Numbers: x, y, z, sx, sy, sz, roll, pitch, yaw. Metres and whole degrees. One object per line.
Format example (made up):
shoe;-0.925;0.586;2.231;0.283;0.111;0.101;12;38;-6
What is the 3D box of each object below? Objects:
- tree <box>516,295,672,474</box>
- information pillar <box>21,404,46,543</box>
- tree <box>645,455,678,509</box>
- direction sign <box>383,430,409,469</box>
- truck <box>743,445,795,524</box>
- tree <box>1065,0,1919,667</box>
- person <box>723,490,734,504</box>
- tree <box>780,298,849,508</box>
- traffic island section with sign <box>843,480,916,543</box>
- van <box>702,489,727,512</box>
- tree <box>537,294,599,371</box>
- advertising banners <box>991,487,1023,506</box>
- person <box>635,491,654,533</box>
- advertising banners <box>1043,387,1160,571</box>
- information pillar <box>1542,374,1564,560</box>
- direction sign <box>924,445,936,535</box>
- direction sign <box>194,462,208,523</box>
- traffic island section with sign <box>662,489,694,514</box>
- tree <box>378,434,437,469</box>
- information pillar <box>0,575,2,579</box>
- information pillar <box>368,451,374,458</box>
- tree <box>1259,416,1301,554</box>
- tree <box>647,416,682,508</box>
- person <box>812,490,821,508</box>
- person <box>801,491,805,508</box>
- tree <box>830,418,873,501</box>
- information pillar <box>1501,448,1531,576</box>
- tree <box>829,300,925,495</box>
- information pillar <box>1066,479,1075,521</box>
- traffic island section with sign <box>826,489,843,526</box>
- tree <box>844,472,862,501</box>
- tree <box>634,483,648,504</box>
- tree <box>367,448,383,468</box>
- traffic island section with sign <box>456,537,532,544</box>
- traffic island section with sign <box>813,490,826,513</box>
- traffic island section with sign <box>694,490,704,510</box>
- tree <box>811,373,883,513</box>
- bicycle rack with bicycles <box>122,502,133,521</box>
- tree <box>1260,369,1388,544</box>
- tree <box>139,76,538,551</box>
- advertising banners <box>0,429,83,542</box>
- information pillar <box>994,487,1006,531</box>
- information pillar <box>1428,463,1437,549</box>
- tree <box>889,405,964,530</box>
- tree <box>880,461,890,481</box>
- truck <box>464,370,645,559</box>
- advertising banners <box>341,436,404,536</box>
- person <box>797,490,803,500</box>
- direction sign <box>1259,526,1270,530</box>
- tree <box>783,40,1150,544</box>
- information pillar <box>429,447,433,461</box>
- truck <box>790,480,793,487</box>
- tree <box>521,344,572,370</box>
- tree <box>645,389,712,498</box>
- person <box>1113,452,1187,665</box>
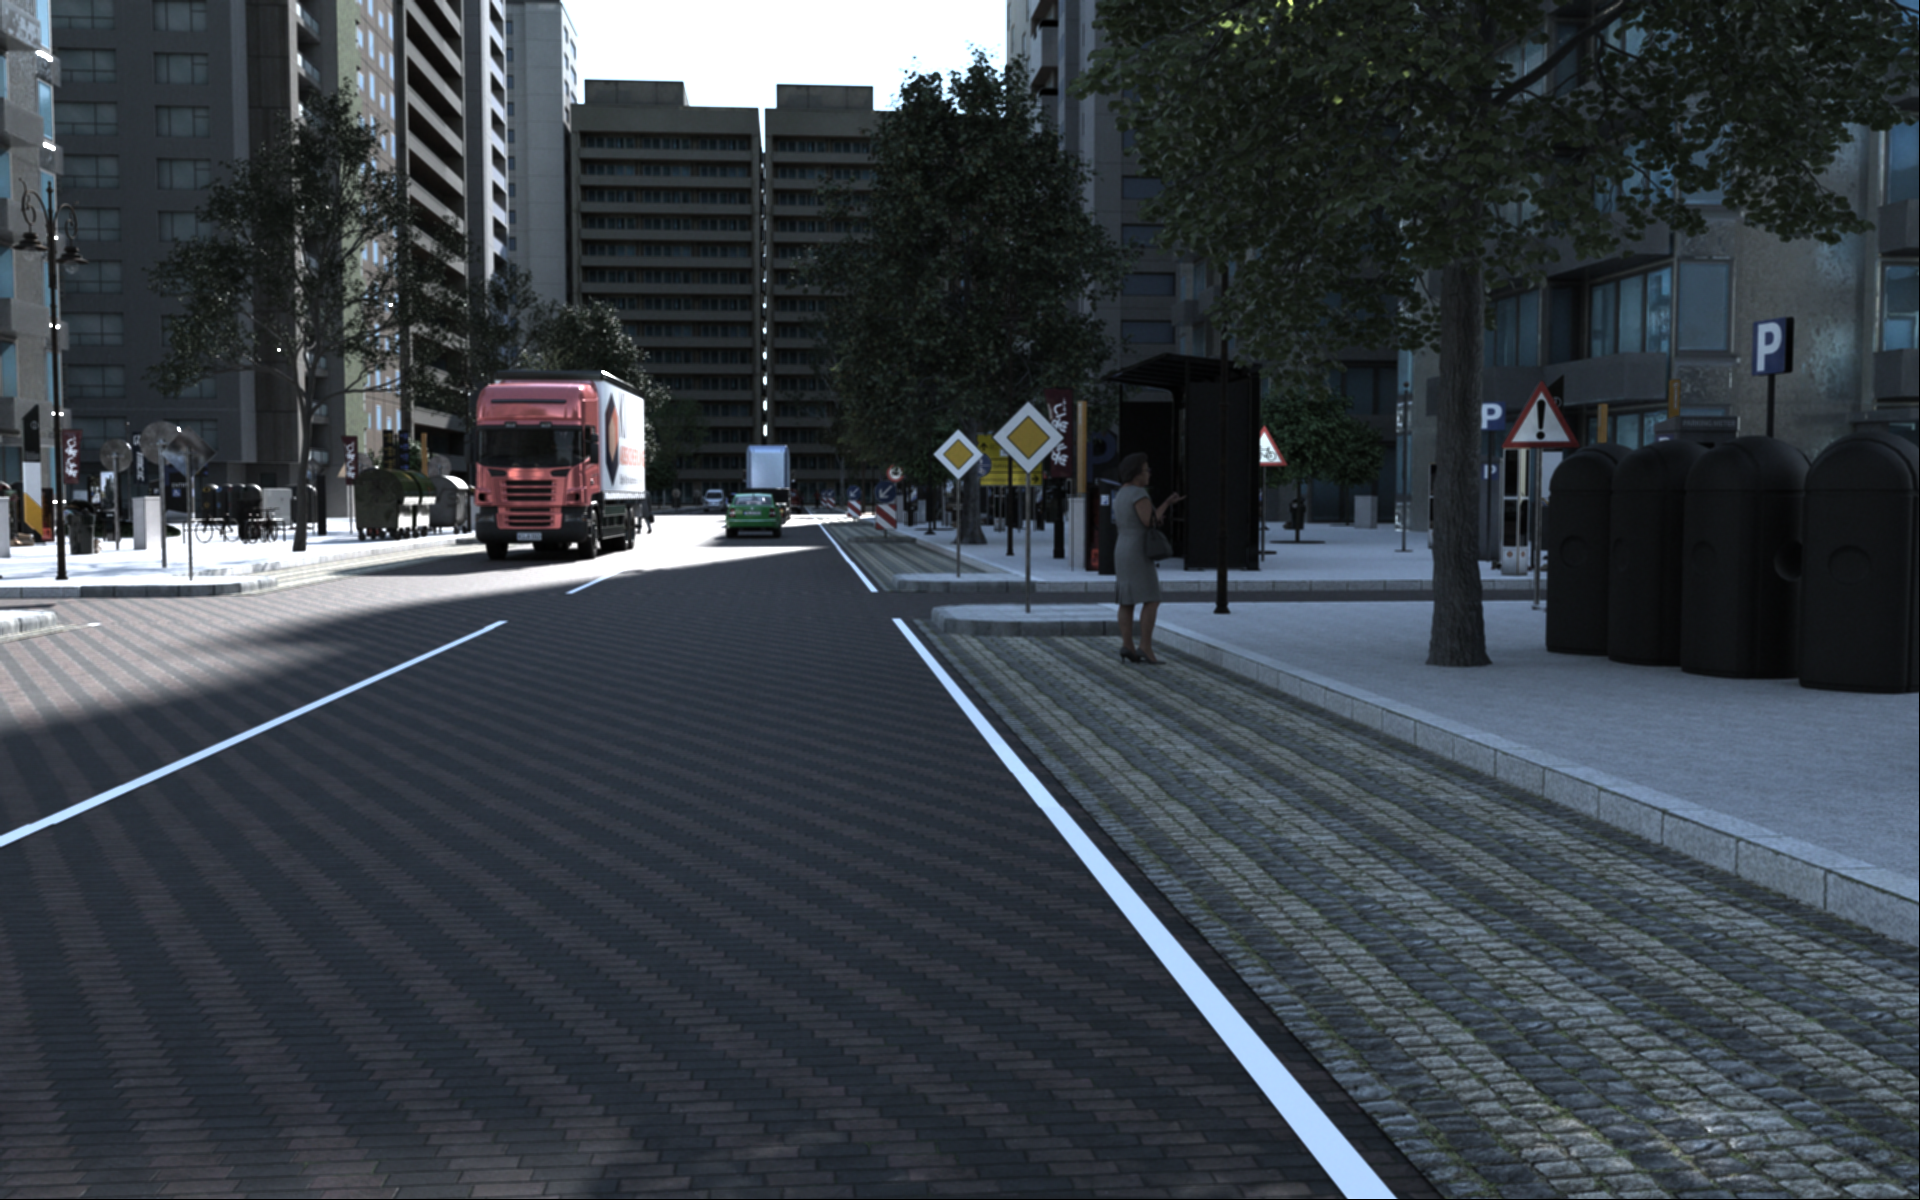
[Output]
tree;-21.375;-11.203;100.177;9.611;12.733;9.660;0;3;0
information pillar;-24.070;-3.277;44.940;0.183;3.616;0.504;1;4;22
tree;-25.205;-9.860;144.930;4.285;4.588;4.351;0;3;0
direction sign;-19.917;-4.235;61.238;0.876;3.537;0.379;-2;4;-26
truck;-10.144;-6.131;90.000;2.967;4.110;18.799;0;4;-5
tree;3.867;-5.758;12.267;7.486;12.596;7.792;0;3;0
person;-17.777;-7.625;133.890;1.217;1.735;0.721;-2;4;-27
tree;-10.786;-18.947;165.665;12.611;20.169;13.585;0;3;0
traffic island section with sign;-2.341;-2.603;51.184;1.989;1.847;2.006;0;4;-5
van;-19.871;-8.159;140.409;2.013;2.044;4.112;0;4;-4
tree;-17.625;-8.143;67.558;8.767;10.594;7.601;2;4;25
advertising banners;2.161;-5.206;81.298;2.074;3.025;0.090;2;4;28
person;-11.515;-3.325;62.960;0.694;1.812;0.767;-3;5;-39
advertising banners;2.354;-1.994;28.789;2.074;3.025;0.090;-1;4;-18
information pillar;11.545;-2.601;33.883;0.504;3.616;0.183;1;4;12
direction sign;-0.951;-3.843;54.832;0.379;3.537;0.876;0;4;3
direction sign;-34.069;-5.246;77.773;0.379;3.537;0.876;1;4;16
traffic island section with sign;-20.745;-7.237;126.948;1.989;1.847;2.006;0;4;-5
tree;-28.834;-6.505;90.073;4.285;4.588;4.351;0;3;0
information pillar;-14.739;-2.138;26.305;0.183;3.616;0.504;-2;4;-34
information pillar;-32.125;-6.297;94.303;0.504;3.616;0.183;-1;4;-10
tree;6.202;-2.600;37.108;1.663;3.219;1.824;0;3;0
tree;-27.752;-12.874;160.856;4.737;8.622;4.395;0;3;0
person;-13.270;-9.343;161.201;1.348;1.831;0.705;-3;5;-40
person;-16.199;-10.258;176.900;0.721;1.739;1.217;3;4;37
tree;-8.891;-11.818;143.593;4.737;8.622;4.395;0;3;0
information pillar;8.756;-1.395;27.297;0.304;2.012;0.304;-3;5;-41
tree;-2.837;-10.346;87.284;7.486;12.596;7.792;0;3;0
information pillar;5.326;-4.816;83.241;0.304;2.012;0.304;3;5;42
traffic island section with sign;-4.905;-4.244;78.017;1.989;1.847;2.006;0;4;-5
tree;-9.177;-9.357;147.587;1.663;3.219;1.824;0;3;0
tree;-23.269;-7.949;124.575;1.663;3.219;1.824;0;3;0
tree;-24.693;-4.790;72.910;1.663;3.219;1.824;0;3;0
traffic island section with sign;-13.415;-2.539;50.140;1.989;1.847;2.006;0;4;-5
traffic island section with sign;-9.673;-7.301;127.992;1.989;1.847;2.006;0;4;-5
traffic island section with sign;-23.310;-8.878;153.782;1.989;1.847;2.006;0;4;-5
tree;-6.182;-11.038;114.881;8.767;10.594;7.601;3;5;39
bicycle rack with bicycles;-38.873;-4.174;81.632;2.925;0.926;2.852;0;4;1
tree;8.813;-3.776;45.456;4.285;4.588;4.351;0;3;0
tree;-14.439;-6.360;38.398;7.601;10.594;8.767;0;4;2
advertising banners;-24.592;-3.070;46.380;2.074;3.025;0.090;-1;4;-20
information pillar;1.377;-3.400;60.075;0.304;2.012;0.304;2;4;34
information pillar;11.231;-2.216;40.718;0.304;2.012;0.304;-3;4;-39
tree;-0.863;-4.792;62.058;4.285;4.588;4.351;0;3;0
tree;-3.939;-8.858;95.182;4.360;8.622;3.978;0;3;0
truck;-9.446;-3.221;41.585;2.839;4.237;11.283;0;4;-4
advertising banners;-17.792;-3.449;52.583;0.090;3.025;2.074;3;5;42
person;-12.595;-7.802;136.591;0.721;1.766;1.217;1;4;12
direction sign;10.886;-4.273;61.869;0.876;3.537;0.379;0;4;7
tree;0.267;-7.789;44.350;9.611;12.733;9.660;0;3;0
information pillar;-26.342;-5.807;86.305;0.183;3.616;0.504;-2;4;-26
truck;-16.122;-9.906;150.875;2.839;4.237;11.283;0;4;-4
tree;-19.341;-8.171;83.962;4.360;8.622;3.978;0;3;0
tree;-28.103;-15.007;171.116;9.928;11.665;9.643;0;3;0
person;1.597;-0.347;14.535;0.532;1.782;0.716;-1;4;-19
